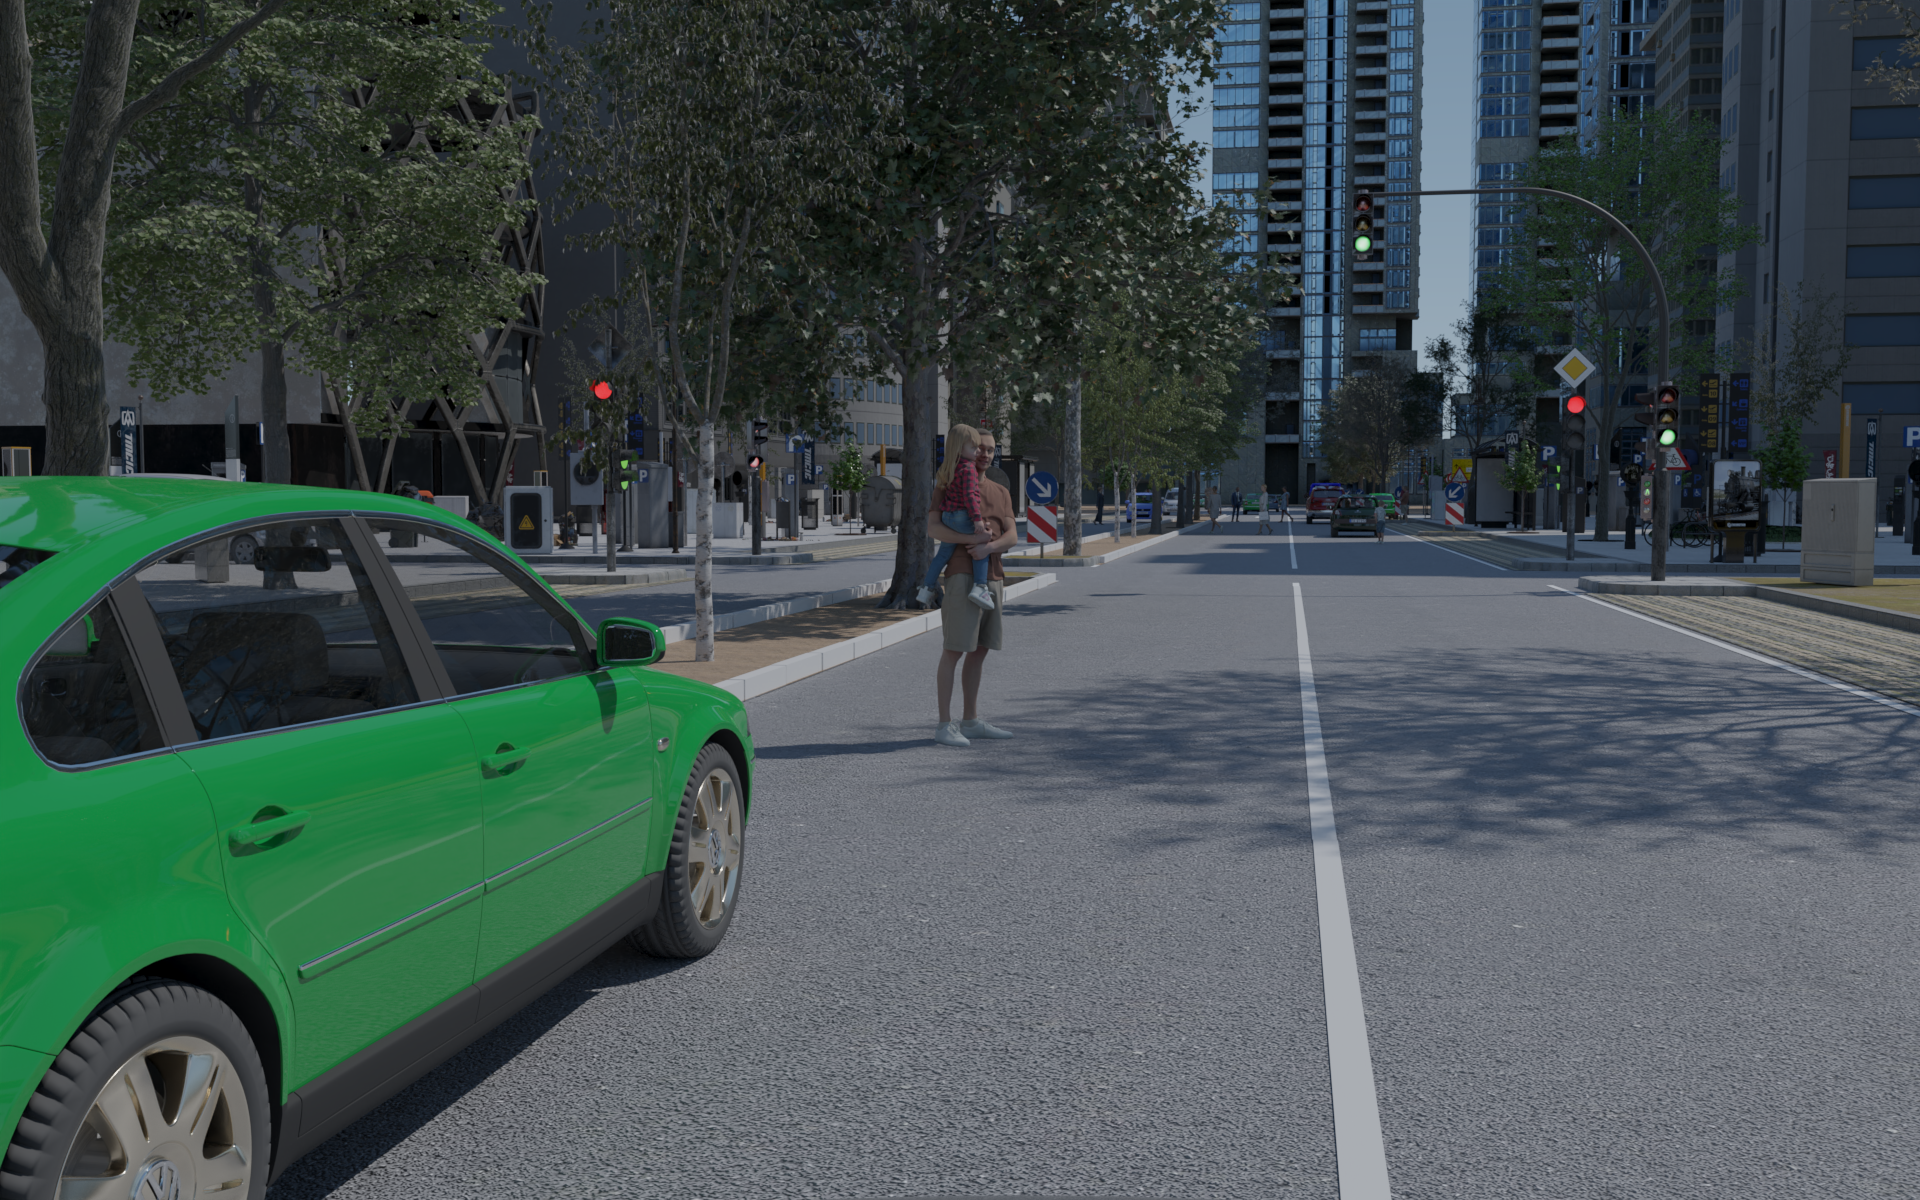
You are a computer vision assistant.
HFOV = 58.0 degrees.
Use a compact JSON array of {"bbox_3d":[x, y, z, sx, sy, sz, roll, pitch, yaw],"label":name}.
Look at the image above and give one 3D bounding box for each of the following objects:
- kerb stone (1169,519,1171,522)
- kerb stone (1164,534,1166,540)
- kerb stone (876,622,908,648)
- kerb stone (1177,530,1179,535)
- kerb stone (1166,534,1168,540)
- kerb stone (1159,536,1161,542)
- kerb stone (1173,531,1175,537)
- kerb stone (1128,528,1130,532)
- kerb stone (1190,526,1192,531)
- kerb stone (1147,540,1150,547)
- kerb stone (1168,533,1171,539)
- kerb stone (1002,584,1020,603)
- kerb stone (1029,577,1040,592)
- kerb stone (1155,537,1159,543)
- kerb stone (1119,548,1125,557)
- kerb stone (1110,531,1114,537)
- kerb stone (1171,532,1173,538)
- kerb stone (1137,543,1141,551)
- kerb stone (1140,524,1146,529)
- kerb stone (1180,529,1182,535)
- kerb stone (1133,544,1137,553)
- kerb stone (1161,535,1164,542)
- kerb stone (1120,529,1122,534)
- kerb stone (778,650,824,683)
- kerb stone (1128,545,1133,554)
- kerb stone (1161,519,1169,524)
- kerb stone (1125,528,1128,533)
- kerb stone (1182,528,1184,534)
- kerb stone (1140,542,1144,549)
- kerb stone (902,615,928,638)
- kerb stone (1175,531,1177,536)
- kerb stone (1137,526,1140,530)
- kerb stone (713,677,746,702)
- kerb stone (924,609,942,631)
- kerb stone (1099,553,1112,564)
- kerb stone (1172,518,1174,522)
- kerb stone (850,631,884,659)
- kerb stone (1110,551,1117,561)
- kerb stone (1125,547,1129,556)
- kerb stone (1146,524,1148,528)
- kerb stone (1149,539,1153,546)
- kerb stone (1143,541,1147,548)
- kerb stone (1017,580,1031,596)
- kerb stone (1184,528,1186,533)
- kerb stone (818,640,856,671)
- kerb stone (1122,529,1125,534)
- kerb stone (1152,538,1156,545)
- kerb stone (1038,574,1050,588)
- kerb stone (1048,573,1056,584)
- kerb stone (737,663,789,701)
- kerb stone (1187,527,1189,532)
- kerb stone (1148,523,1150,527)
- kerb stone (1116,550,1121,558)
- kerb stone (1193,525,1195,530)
[{"bbox_3d":[10.254,-3.895,85.931,0.120,0.150,1.000,1,4,11],"label":"kerb stone"},{"bbox_3d":[6.054,-1.839,52.287,0.120,0.150,1.000,1,4,11],"label":"kerb stone"},{"bbox_3d":[-0.686,0.347,16.525,0.120,0.150,1.000,1,4,11],"label":"kerb stone"},{"bbox_3d":[7.184,-2.210,58.328,0.120,0.150,1.000,1,4,11],"label":"kerb stone"},{"bbox_3d":[6.234,-1.900,53.293,0.120,0.150,1.000,1,4,11],"label":"kerb stone"},{"bbox_3d":[5.668,-1.717,50.273,0.120,0.150,1.000,1,4,11],"label":"kerb stone"},{"bbox_3d":[6.806,-2.087,56.310,0.120,0.150,1.000,1,4,11],"label":"kerb stone"},{"bbox_3d":[6.074,-2.542,63.762,0.120,0.150,1.000,1,4,11],"label":"kerb stone"},{"bbox_3d":[8.704,-2.704,66.399,0.120,0.150,1.000,1,4,11],"label":"kerb stone"},{"bbox_3d":[4.908,-1.471,46.248,0.120,0.150,1.000,1,4,11],"label":"kerb stone"},{"bbox_3d":[6.428,-1.963,54.297,0.120,0.150,1.000,1,4,11],"label":"kerb stone"},{"bbox_3d":[0.645,-0.084,23.574,0.120,0.150,1.000,1,4,11],"label":"kerb stone"},{"bbox_3d":[1.017,-0.205,25.585,0.120,0.150,1.000,1,4,11],"label":"kerb stone"},{"bbox_3d":[5.478,-1.655,49.261,0.120,0.150,1.000,1,4,11],"label":"kerb stone"},{"bbox_3d":[3.578,-1.040,39.193,0.120,0.150,1.000,1,4,11],"label":"kerb stone"},{"bbox_3d":[4.939,-2.169,57.704,0.120,0.150,1.000,1,4,11],"label":"kerb stone"},{"bbox_3d":[6.616,-2.025,55.304,0.120,0.150,1.000,1,4,11],"label":"kerb stone"},{"bbox_3d":[4.350,-1.287,43.231,0.120,0.150,1.000,1,4,11],"label":"kerb stone"},{"bbox_3d":[7.403,-2.967,70.801,0.120,0.150,1.000,1,4,11],"label":"kerb stone"},{"bbox_3d":[7.570,-2.333,60.336,0.120,0.150,1.000,1,4,11],"label":"kerb stone"},{"bbox_3d":[4.154,-1.225,42.225,0.120,0.150,1.000,1,4,11],"label":"kerb stone"},{"bbox_3d":[5.858,-1.779,51.283,0.120,0.150,1.000,1,4,11],"label":"kerb stone"},{"bbox_3d":[5.499,-2.357,60.726,0.120,0.150,1.000,1,4,11],"label":"kerb stone"},{"bbox_3d":[-1.269,0.532,13.492,0.120,0.150,1.000,1,4,11],"label":"kerb stone"},{"bbox_3d":[3.959,-1.163,41.219,0.120,0.150,1.000,1,4,11],"label":"kerb stone"},{"bbox_3d":[10.054,-3.836,84.919,0.120,0.150,1.000,1,4,11],"label":"kerb stone"},{"bbox_3d":[5.883,-2.479,62.743,0.120,0.150,1.000,1,4,11],"label":"kerb stone"},{"bbox_3d":[7.753,-2.390,61.346,0.120,0.150,1.000,1,4,11],"label":"kerb stone"},{"bbox_3d":[4.532,-1.348,44.238,0.120,0.150,1.000,1,4,11],"label":"kerb stone"},{"bbox_3d":[-0.508,0.285,17.532,0.120,0.150,1.000,1,4,11],"label":"kerb stone"},{"bbox_3d":[7.000,-2.147,57.323,0.120,0.150,1.000,1,4,11],"label":"kerb stone"},{"bbox_3d":[6.835,-2.786,67.786,0.120,0.150,1.000,1,4,11],"label":"kerb stone"},{"bbox_3d":[-1.643,0.657,11.473,0.120,0.150,1.000,1,4,11],"label":"kerb stone"},{"bbox_3d":[-0.305,0.223,18.544,0.120,0.150,1.000,1,4,11],"label":"kerb stone"},{"bbox_3d":[3.011,-0.854,36.163,0.120,0.150,1.000,1,4,11],"label":"kerb stone"},{"bbox_3d":[10.627,-4.021,87.945,0.120,0.150,1.000,1,4,11],"label":"kerb stone"},{"bbox_3d":[-0.878,0.413,15.505,0.120,0.150,1.000,1,4,11],"label":"kerb stone"},{"bbox_3d":[3.202,-0.915,37.167,0.120,0.150,1.000,1,4,11],"label":"kerb stone"},{"bbox_3d":[3.768,-1.102,40.210,0.120,0.150,1.000,1,4,11],"label":"kerb stone"},{"bbox_3d":[7.592,-3.035,71.820,0.120,0.150,1.000,1,4,11],"label":"kerb stone"},{"bbox_3d":[5.098,-1.533,47.252,0.120,0.150,1.000,1,4,11],"label":"kerb stone"},{"bbox_3d":[4.721,-1.401,45.243,0.120,0.150,1.000,1,4,11],"label":"kerb stone"},{"bbox_3d":[0.834,-0.146,24.579,0.120,0.150,1.000,1,4,11],"label":"kerb stone"},{"bbox_3d":[7.944,-2.454,62.357,0.120,0.150,1.000,1,4,11],"label":"kerb stone"},{"bbox_3d":[-1.072,0.471,14.498,0.120,0.150,1.000,1,4,11],"label":"kerb stone"},{"bbox_3d":[5.698,-2.419,61.738,0.120,0.150,1.000,1,4,11],"label":"kerb stone"},{"bbox_3d":[5.289,-1.593,48.256,0.120,0.150,1.000,1,4,11],"label":"kerb stone"},{"bbox_3d":[1.211,-0.269,26.588,0.120,0.150,1.000,1,4,11],"label":"kerb stone"},{"bbox_3d":[1.400,-0.327,27.594,0.120,0.150,1.000,1,4,11],"label":"kerb stone"},{"bbox_3d":[-1.452,0.594,12.478,0.120,0.150,1.000,1,4,11],"label":"kerb stone"},{"bbox_3d":[8.322,-2.580,64.374,0.120,0.150,1.000,1,4,11],"label":"kerb stone"},{"bbox_3d":[7.781,-3.097,72.826,0.120,0.150,1.000,1,4,11],"label":"kerb stone"},{"bbox_3d":[3.385,-0.977,38.179,0.120,0.150,1.000,1,4,11],"label":"kerb stone"},{"bbox_3d":[9.081,-2.825,68.414,0.120,0.150,1.000,1,4,11],"label":"kerb stone"}]
